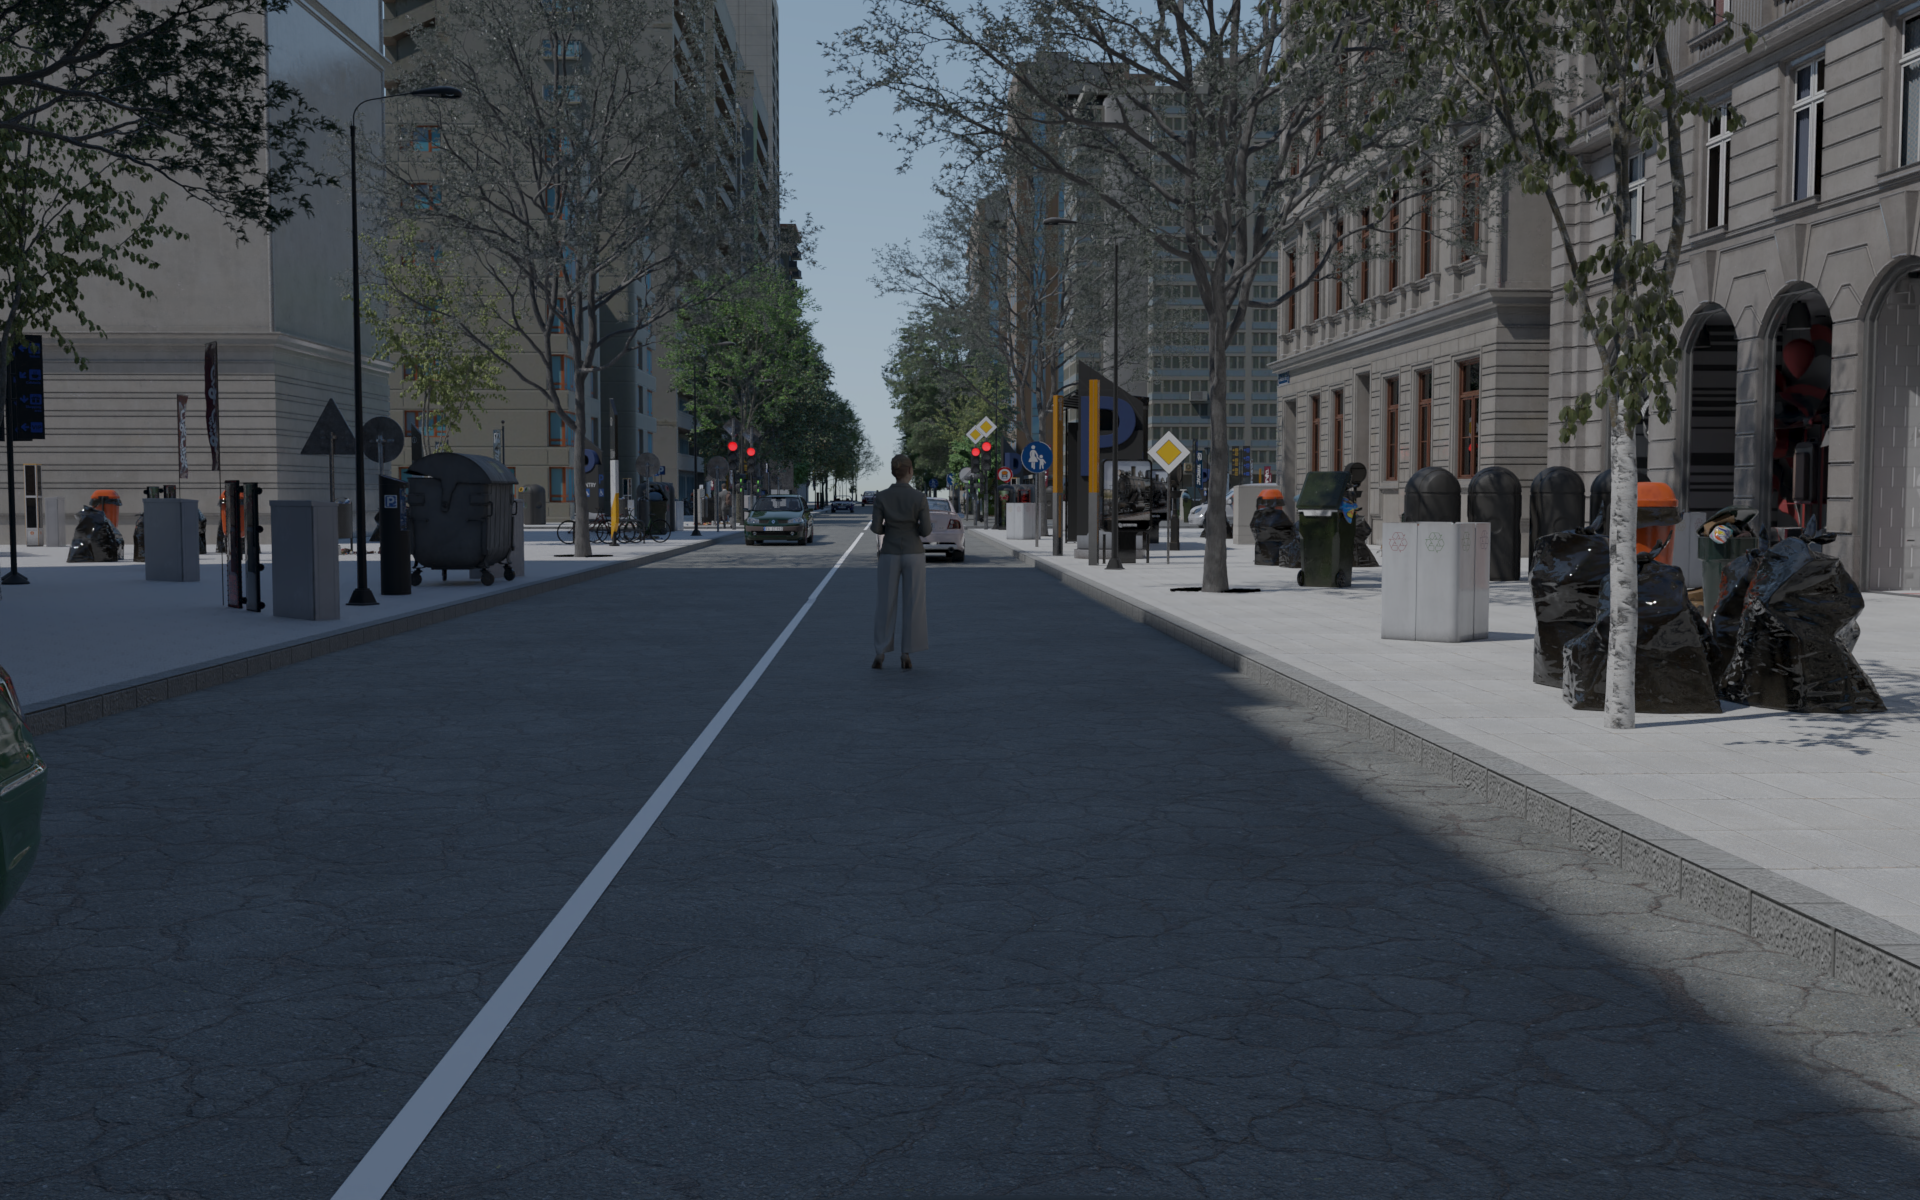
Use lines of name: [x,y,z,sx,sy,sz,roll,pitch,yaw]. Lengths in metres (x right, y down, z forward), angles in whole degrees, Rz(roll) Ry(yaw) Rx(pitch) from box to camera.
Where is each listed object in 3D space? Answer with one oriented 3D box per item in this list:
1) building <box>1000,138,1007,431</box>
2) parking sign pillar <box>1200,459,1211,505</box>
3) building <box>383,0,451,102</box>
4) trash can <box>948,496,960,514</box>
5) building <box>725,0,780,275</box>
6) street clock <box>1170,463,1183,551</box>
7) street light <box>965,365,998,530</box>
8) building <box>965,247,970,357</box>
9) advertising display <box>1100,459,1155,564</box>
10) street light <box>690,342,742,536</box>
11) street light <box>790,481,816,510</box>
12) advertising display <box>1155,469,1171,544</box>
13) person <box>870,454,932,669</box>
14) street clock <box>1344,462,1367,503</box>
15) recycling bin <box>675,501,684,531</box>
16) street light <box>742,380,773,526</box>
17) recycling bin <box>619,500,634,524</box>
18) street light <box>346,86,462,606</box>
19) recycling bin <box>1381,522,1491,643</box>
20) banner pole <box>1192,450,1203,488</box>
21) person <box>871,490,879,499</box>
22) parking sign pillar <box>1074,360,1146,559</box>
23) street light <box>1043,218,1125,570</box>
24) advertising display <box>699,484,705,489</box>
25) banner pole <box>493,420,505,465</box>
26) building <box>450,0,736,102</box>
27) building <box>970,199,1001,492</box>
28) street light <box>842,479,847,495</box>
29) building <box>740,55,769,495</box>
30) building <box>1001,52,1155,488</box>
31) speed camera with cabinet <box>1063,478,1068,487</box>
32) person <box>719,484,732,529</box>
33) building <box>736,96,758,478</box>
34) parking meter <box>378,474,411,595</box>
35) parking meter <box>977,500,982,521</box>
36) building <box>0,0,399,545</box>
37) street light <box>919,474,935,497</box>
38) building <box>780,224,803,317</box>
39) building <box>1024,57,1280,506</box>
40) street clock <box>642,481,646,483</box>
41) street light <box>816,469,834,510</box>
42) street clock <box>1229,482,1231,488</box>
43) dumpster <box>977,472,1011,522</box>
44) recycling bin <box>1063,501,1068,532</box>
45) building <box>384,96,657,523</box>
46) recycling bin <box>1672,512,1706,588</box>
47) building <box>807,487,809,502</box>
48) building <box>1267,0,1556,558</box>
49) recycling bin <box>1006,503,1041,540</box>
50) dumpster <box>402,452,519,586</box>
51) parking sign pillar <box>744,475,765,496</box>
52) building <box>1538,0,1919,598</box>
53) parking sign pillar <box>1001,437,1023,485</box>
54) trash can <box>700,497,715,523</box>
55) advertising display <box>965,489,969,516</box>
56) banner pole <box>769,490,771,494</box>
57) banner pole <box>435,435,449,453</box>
building: [16.048,-33.281,198.770,22.147,44.769,28.867,0,4,-2]
parking sign pillar: [18.943,-8.810,132.511,1.447,3.967,1.447,-2,4,-32]
building: [-30.662,-30.890,128.745,21.300,48.544,21.600,0,4,-2]
trash can: [-0.398,-5.939,108.753,0.748,1.137,0.748,0,3,0]
building: [-33.847,-49.393,245.832,20.563,71.187,20.611,0,4,-2]
street clock: [4.862,-2.116,39.163,0.358,2.002,0.471,2,4,24]
street light: [0.765,-5.493,62.357,1.470,5.913,1.316,0,4,-2]
building: [12.114,-38.900,290.643,22.147,44.769,28.867,0,4,-2]
advertising display: [3.058,-1.631,31.887,0.974,1.923,0.123,-1,4,-14]
street light: [-7.547,-4.918,52.953,1.470,5.913,1.316,0,4,-2]
street light: [-9.552,-8.006,103.444,1.470,5.913,1.316,0,4,-2]
advertising display: [4.980,-2.428,44.905,0.974,1.923,0.123,0,4,-1]
person: [-0.473,-0.316,14.222,0.519,1.759,0.362,0,4,6]
street clock: [9.023,-2.141,39.576,0.471,2.002,0.358,-1,4,-20]
recycling bin: [-10.130,-2.942,60.651,0.722,1.027,0.722,1,4,11]
street light: [-8.290,-5.983,70.368,1.470,5.913,1.316,0,4,-2]
recycling bin: [-14.510,-3.816,74.952,0.722,1.027,0.722,-1,4,-19]
street light: [-6.371,-2.895,19.874,1.470,5.913,1.316,0,4,-2]
recycling bin: [4.215,-0.171,15.345,0.722,1.027,0.722,3,5,41]
banner pole: [11.945,-5.965,87.548,0.401,3.779,0.863,-3,5,-40]
person: [-8.493,-10.373,177.726,1.348,1.869,0.705,-3,4,-36]
parking sign pillar: [2.999,-2.818,34.543,1.447,3.967,1.447,0,4,7]
street light: [2.091,-3.471,29.284,1.470,5.913,1.316,0,4,-2]
advertising display: [-17.010,-6.667,114.226,0.123,1.923,0.974,-1,4,-23]
banner pole: [-15.633,-4.212,58.883,0.863,3.779,0.401,3,5,43]
building: [-31.466,-32.461,154.437,21.300,48.544,21.600,0,4,-2]
building: [9.298,-36.985,254.822,14.600,45.320,14.200,0,4,-2]
street light: [-12.536,-12.655,179.457,1.470,5.913,1.316,0,4,-2]
building: [-32.350,-34.649,190.211,21.300,48.544,21.600,0,4,-2]
building: [12.177,-32.231,177.092,14.600,45.320,14.200,0,4,-2]
speed camera with cabinet: [5.410,-6.360,98.313,2.038,3.252,0.660,-3,5,-43]
person: [-8.934,-3.522,66.052,0.622,1.834,0.822,-1,4,-17]
building: [-27.658,-29.920,172.794,14.154,41.232,14.086,0,4,-2]
parking meter: [-7.199,-0.835,22.071,0.372,1.533,0.369,0,3,0]
parking meter: [0.889,-4.501,82.009,0.372,1.533,0.369,0,3,0]
building: [-27.284,-12.949,47.881,21.152,22.565,11.583,0,4,-2]
street light: [-2.881,-11.181,155.356,1.470,5.913,1.316,0,4,-2]
building: [-36.085,-37.725,271.429,22.147,44.769,28.867,0,4,-2]
building: [22.354,-28.544,158.570,32.217,40.220,23.993,0,4,-2]
street clock: [-16.845,-5.414,93.091,0.471,2.002,0.358,2,4,32]
street light: [-10.868,-10.029,136.518,1.470,5.913,1.316,0,4,-2]
street clock: [14.846,-5.635,96.694,0.471,2.002,0.358,-1,4,-8]
dumpster: [1.503,-4.584,77.446,1.502,2.255,1.985,0,4,-2]
recycling bin: [3.984,-2.871,59.493,0.722,1.027,0.722,2,4,23]
building: [-31.813,-15.023,90.669,27.650,21.520,28.899,0,4,-2]
recycling bin: [9.734,-0.690,23.839,0.722,1.027,0.722,-2,4,-28]
building: [-33.111,-31.937,293.876,14.160,30.474,14.107,0,4,-2]
building: [15.302,-12.713,44.011,11.583,22.565,21.152,0,4,-2]
recycling bin: [1.796,-2.222,48.887,0.722,1.027,0.722,-3,5,-41]
dumpster: [-7.128,-1.163,24.779,1.264,1.857,1.865,0,4,-2]
parking sign pillar: [-16.218,-9.228,139.342,1.447,3.967,1.447,-3,5,-41]
building: [17.515,-10.973,21.211,13.314,21.916,24.055,0,4,-2]
parking sign pillar: [2.461,-5.713,81.877,1.447,3.967,1.447,3,4,36]
trash can: [-10.811,-3.840,74.440,0.748,1.137,0.748,0,3,0]
advertising display: [0.390,-6.000,103.306,0.123,1.923,0.974,0,4,-7]
banner pole: [-11.525,-7.031,104.967,0.401,3.779,0.863,0,4,-7]
banner pole: [-21.713,-5.065,72.834,0.401,3.779,0.863,3,4,37]
